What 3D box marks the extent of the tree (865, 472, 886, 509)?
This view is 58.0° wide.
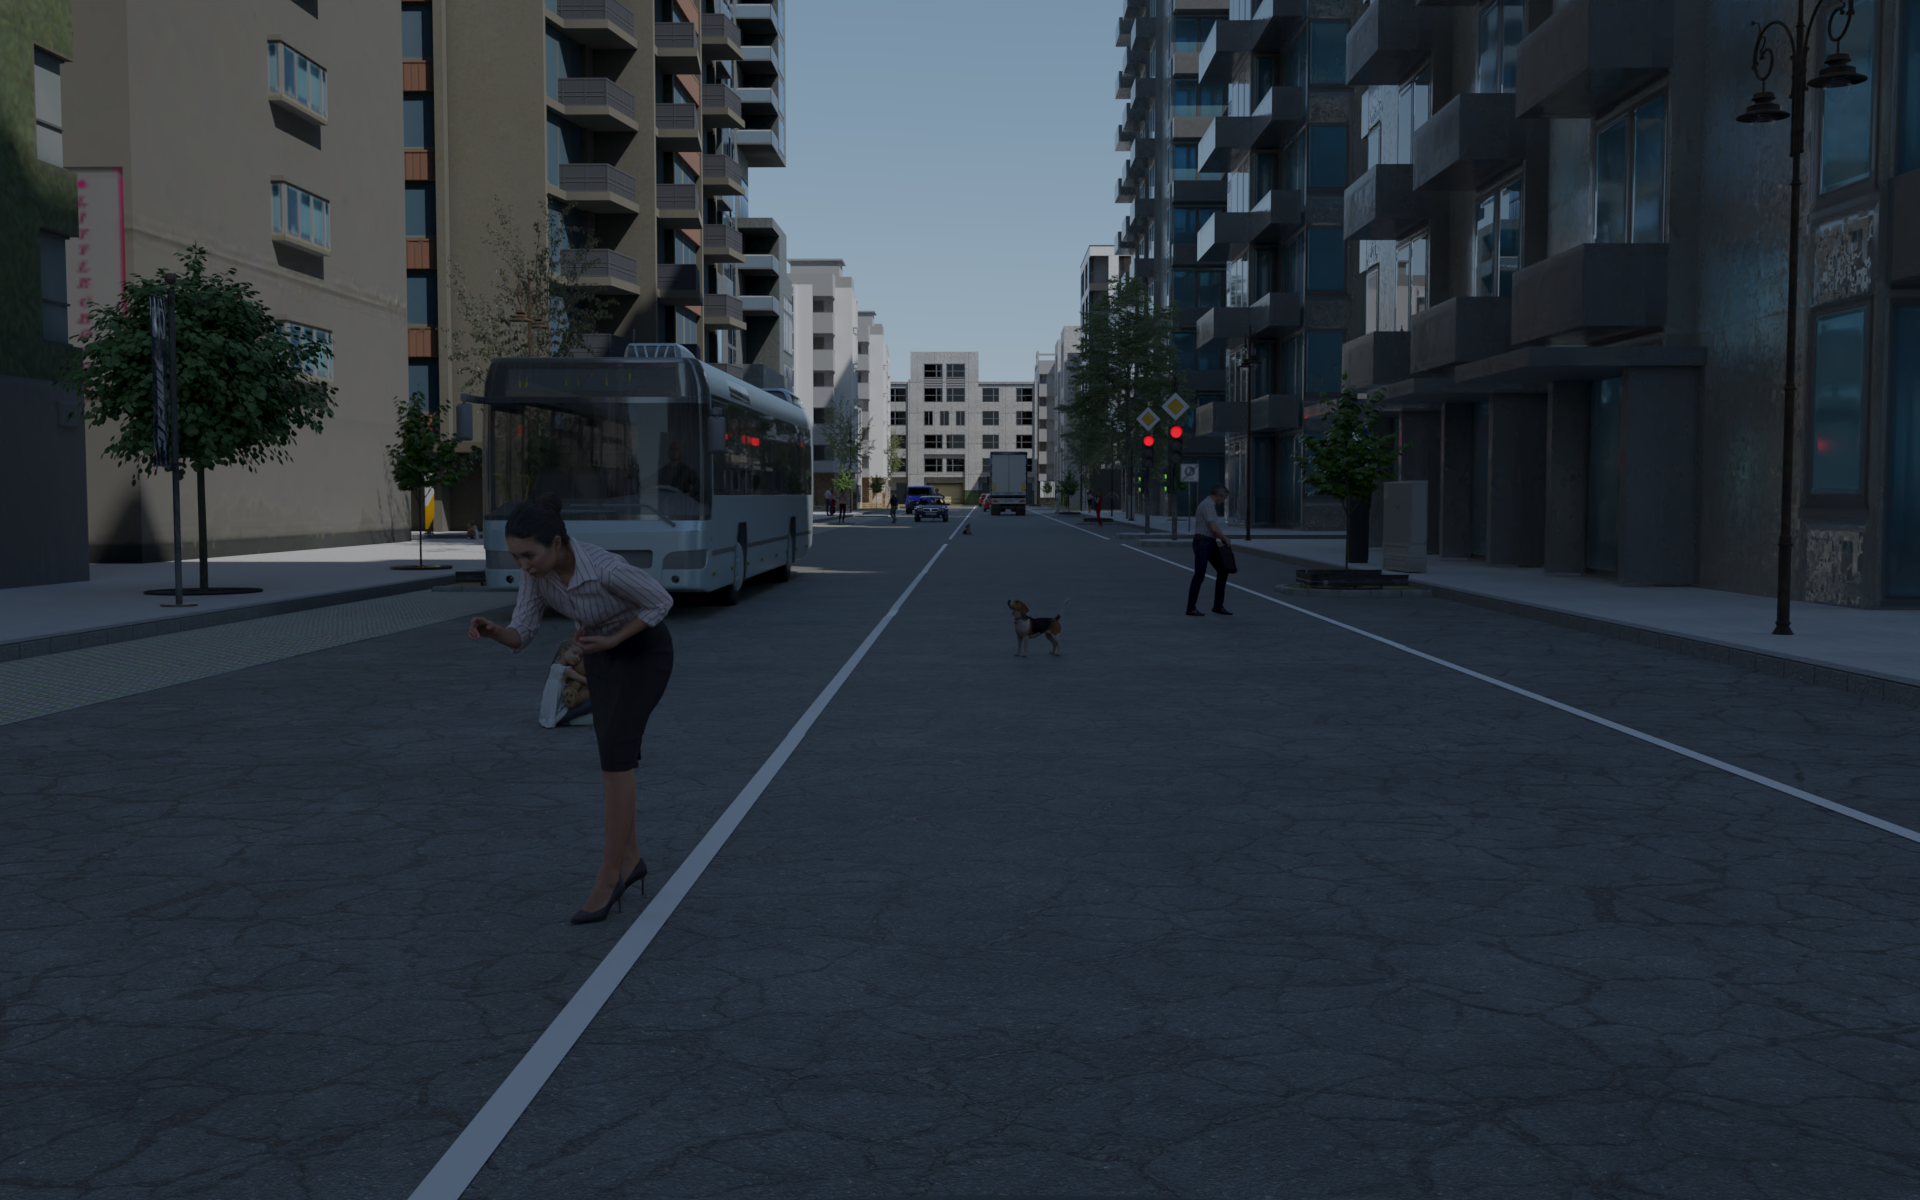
[{"bbox_3d":[-7.203,-9.530,150.410,1.663,3.219,1.824,0,3,0],"label":"tree"}]

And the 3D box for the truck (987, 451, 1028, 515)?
[{"bbox_3d":[3.280,-7.976,119.320,2.839,4.237,11.283,0,4,1],"label":"truck"}]

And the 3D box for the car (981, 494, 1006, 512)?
[{"bbox_3d":[2.792,-8.056,140.747,2.155,1.783,4.494,0,4,0],"label":"car"}]

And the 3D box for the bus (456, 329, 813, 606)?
[{"bbox_3d":[-4.046,-1.847,25.058,2.948,3.499,13.247,0,4,1],"label":"bus"}]

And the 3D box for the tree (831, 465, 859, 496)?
[{"bbox_3d":[-7.842,-7.371,115.121,1.663,3.219,1.824,0,3,0],"label":"tree"}]

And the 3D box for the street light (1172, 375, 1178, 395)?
[{"bbox_3d":[8.321,-5.777,67.241,0.468,5.910,1.993,0,4,1],"label":"street light"}]

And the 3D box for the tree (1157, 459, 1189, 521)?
[{"bbox_3d":[10.372,-5.459,83.856,1.663,3.219,1.824,0,3,0],"label":"tree"}]

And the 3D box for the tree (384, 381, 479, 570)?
[{"bbox_3d":[-9.255,-2.130,29.423,1.663,3.219,1.824,0,3,0],"label":"tree"}]

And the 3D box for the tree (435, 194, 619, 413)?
[{"bbox_3d":[-10.264,-5.586,41.687,4.360,8.622,3.978,0,3,0],"label":"tree"}]

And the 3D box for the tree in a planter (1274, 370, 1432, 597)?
[{"bbox_3d":[5.627,-1.705,25.096,1.991,3.239,1.994,0,4,1],"label":"tree in a planter"}]

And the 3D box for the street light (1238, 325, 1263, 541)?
[{"bbox_3d":[7.927,-4.568,47.469,0.468,5.910,1.993,0,4,1],"label":"street light"}]

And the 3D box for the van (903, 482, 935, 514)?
[{"bbox_3d":[-2.865,-7.374,124.946,2.240,2.365,5.245,0,4,2],"label":"van"}]

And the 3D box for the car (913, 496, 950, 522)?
[{"bbox_3d":[-1.480,-4.750,90.244,1.945,1.354,3.894,0,4,0],"label":"car"}]

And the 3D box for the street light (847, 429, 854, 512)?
[{"bbox_3d":[-7.634,-9.042,120.622,0.468,5.910,1.993,0,4,1],"label":"street light"}]

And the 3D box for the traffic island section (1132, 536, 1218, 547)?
[{"bbox_3d":[5.959,-1.572,47.975,2.009,0.180,2.903,0,4,1],"label":"traffic island section"}]

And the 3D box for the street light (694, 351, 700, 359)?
[{"bbox_3d":[-8.596,-5.107,56.287,0.468,5.910,1.993,0,4,1],"label":"street light"}]

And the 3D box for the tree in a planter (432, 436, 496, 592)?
[{"bbox_3d":[-6.689,-1.764,26.072,1.991,3.239,1.994,0,4,1],"label":"tree in a planter"}]

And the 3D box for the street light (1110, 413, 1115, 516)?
[{"bbox_3d":[8.730,-7.742,99.369,0.468,5.910,1.993,0,4,1],"label":"street light"}]

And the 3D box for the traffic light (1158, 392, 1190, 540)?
[{"bbox_3d":[5.919,-3.605,47.862,0.839,4.253,0.868,0,4,1],"label":"traffic light"}]

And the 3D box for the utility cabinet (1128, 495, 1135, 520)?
[{"bbox_3d":[8.352,-4.472,84.270,0.306,1.237,1.020,0,4,4],"label":"utility cabinet"}]

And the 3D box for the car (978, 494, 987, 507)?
[{"bbox_3d":[3.093,-11.603,198.755,2.155,1.783,4.494,0,4,2],"label":"car"}]

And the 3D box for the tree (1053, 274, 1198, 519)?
[{"bbox_3d":[8.587,-10.526,90.225,7.486,12.596,7.792,0,3,0],"label":"tree"}]

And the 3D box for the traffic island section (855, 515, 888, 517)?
[{"bbox_3d":[-5.503,-5.209,108.025,1.991,0.108,1.994,0,4,1],"label":"traffic island section"}]

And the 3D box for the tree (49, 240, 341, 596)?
[{"bbox_3d":[-9.930,-2.368,22.424,4.285,4.588,4.351,0,3,0],"label":"tree"}]

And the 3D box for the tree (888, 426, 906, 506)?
[{"bbox_3d":[-7.732,-14.534,187.985,4.737,8.622,4.395,0,3,0],"label":"tree"}]

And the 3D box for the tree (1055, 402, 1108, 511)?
[{"bbox_3d":[9.580,-11.222,133.849,4.360,8.622,3.978,0,3,0],"label":"tree"}]

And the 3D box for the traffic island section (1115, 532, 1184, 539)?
[{"bbox_3d":[6.076,-2.060,55.960,2.009,0.180,2.903,0,4,1],"label":"traffic island section"}]

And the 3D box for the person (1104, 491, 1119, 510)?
[{"bbox_3d":[12.311,-8.180,140.504,1.217,1.735,0.721,1,4,23],"label":"person"}]

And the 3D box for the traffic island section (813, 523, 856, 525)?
[{"bbox_3d":[-5.901,-3.543,80.792,1.991,0.108,1.994,0,4,1],"label":"traffic island section"}]

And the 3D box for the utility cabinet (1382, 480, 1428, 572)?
[{"bbox_3d":[7.323,-1.216,28.565,0.318,1.500,1.173,0,4,-7],"label":"utility cabinet"}]

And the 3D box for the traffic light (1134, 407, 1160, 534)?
[{"bbox_3d":[6.036,-4.093,55.846,0.839,4.253,0.868,0,4,1],"label":"traffic light"}]

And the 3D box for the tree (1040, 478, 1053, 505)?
[{"bbox_3d":[10.356,-13.006,207.241,1.663,3.219,1.824,0,3,0],"label":"tree"}]

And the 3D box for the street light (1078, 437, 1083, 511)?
[{"bbox_3d":[9.165,-9.652,130.604,0.468,5.910,1.993,0,4,1],"label":"street light"}]

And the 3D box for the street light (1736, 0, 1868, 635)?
[{"bbox_3d":[7.519,-2.621,15.648,0.468,5.910,1.993,0,4,1],"label":"street light"}]

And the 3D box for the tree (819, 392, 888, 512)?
[{"bbox_3d":[-8.334,-10.778,126.583,4.737,8.622,4.395,0,3,0],"label":"tree"}]

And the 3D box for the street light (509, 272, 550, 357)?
[{"bbox_3d":[-8.964,-3.877,36.183,0.468,5.910,1.993,0,4,1],"label":"street light"}]

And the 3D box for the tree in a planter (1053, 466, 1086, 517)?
[{"bbox_3d":[6.851,-6.815,108.651,1.991,3.239,1.994,0,4,1],"label":"tree in a planter"}]

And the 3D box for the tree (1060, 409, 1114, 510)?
[{"bbox_3d":[10.164,-11.532,138.917,4.737,8.622,4.395,0,3,0],"label":"tree"}]
